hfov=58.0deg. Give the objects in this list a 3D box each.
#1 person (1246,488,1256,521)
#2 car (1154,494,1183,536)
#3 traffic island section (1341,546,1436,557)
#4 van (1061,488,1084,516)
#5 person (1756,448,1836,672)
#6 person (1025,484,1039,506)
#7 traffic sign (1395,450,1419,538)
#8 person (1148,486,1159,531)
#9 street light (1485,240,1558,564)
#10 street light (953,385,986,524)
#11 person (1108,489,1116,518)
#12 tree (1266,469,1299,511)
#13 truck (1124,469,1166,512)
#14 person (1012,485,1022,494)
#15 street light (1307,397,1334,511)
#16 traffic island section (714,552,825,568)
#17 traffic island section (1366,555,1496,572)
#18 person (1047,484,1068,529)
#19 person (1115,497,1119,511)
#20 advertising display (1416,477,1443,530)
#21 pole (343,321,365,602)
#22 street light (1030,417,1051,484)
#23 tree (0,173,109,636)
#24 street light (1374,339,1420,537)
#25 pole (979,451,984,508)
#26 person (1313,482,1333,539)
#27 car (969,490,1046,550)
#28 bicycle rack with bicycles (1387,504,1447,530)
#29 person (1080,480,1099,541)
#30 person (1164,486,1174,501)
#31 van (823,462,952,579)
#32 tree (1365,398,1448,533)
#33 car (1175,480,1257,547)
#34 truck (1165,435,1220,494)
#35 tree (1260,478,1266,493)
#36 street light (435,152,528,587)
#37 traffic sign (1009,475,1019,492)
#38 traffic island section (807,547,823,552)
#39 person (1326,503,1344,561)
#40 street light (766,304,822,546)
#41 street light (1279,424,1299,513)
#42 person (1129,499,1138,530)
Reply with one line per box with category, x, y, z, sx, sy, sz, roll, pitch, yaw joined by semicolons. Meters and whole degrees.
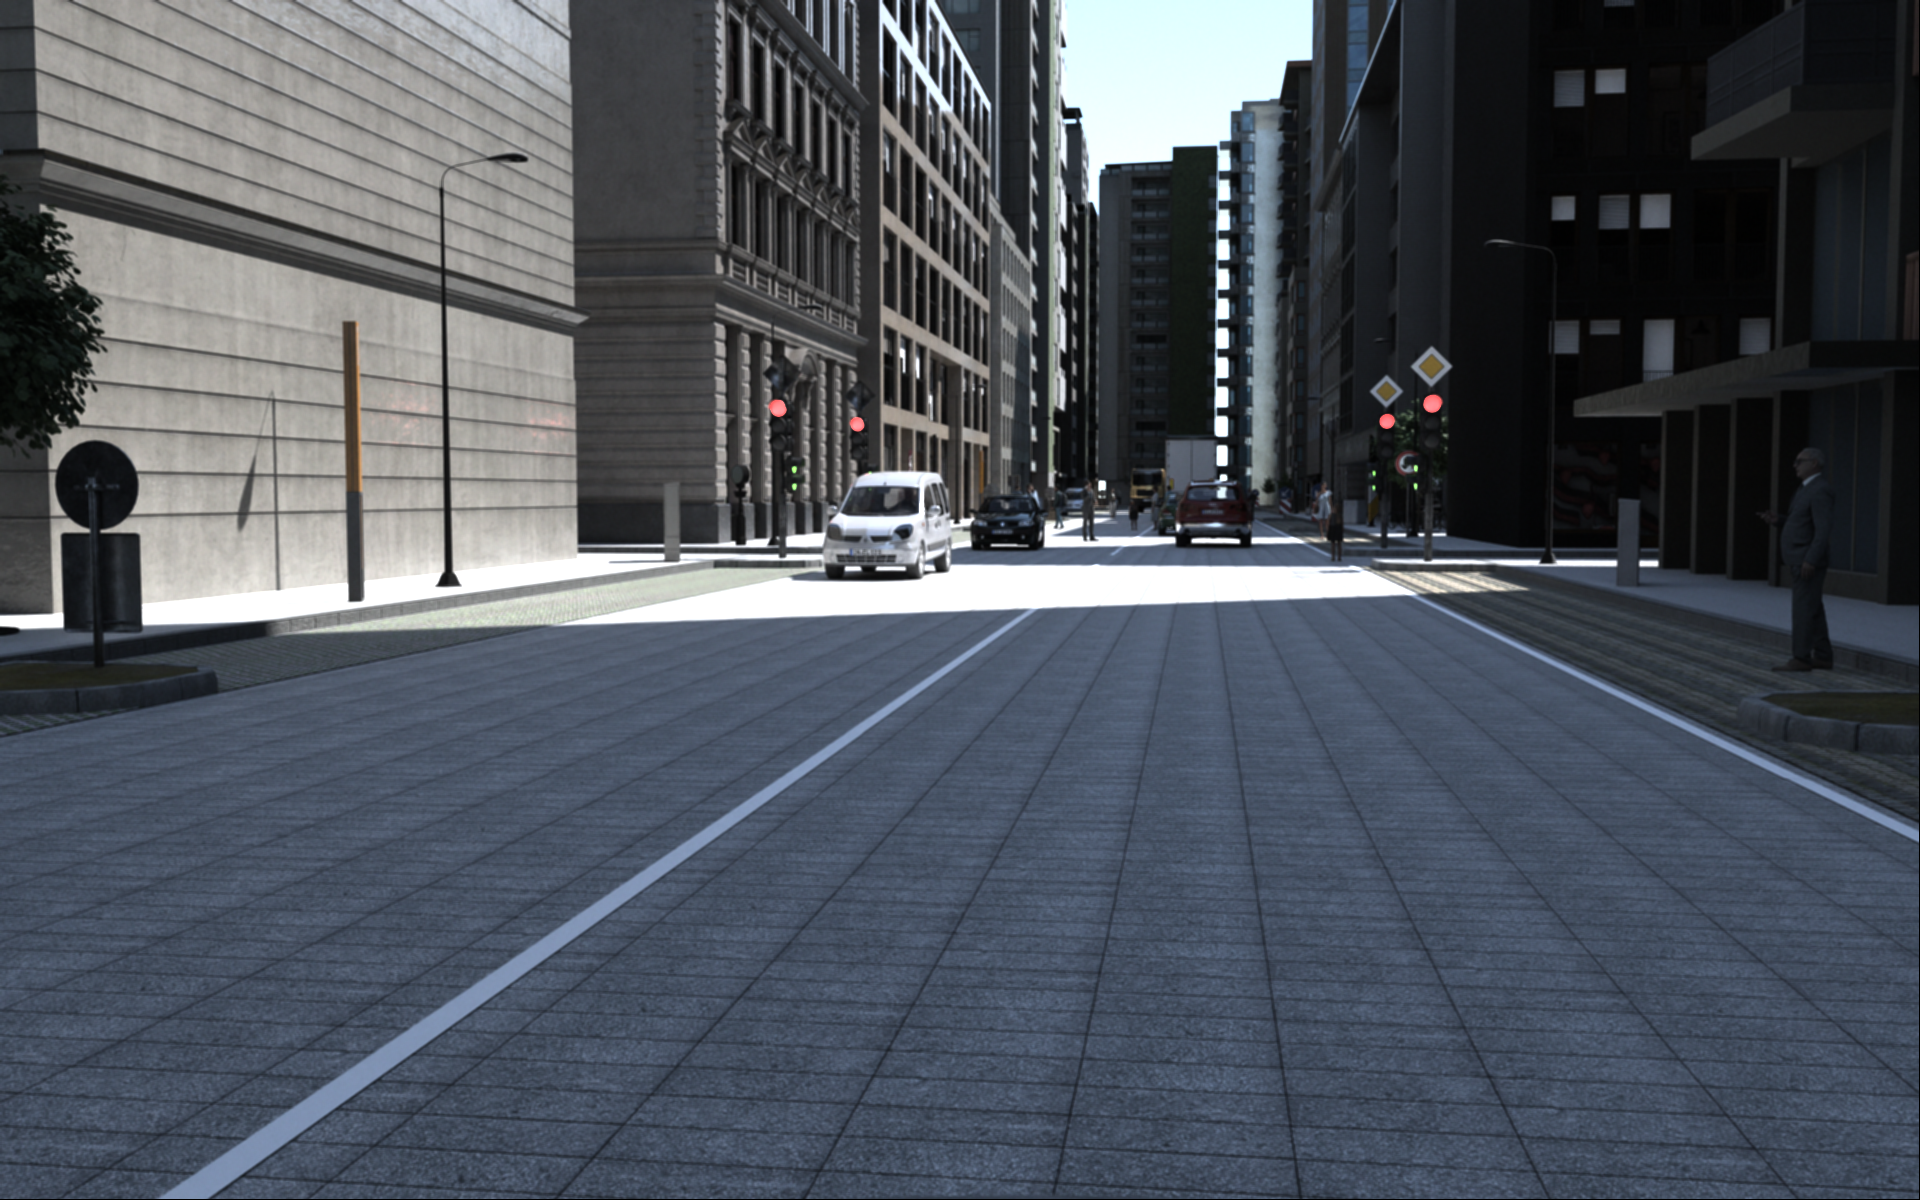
person;15.484;-5.111;92.468;0.661;1.777;0.834;0;4;-7
car;7.927;-3.023;61.216;2.131;1.459;4.920;0;4;6
traffic island section;10.040;-1.140;40.927;2.009;0.180;2.903;0;4;8
van;7.613;-6.569;114.421;2.013;2.044;4.112;0;4;7
person;6.790;-0.328;14.036;0.590;1.801;0.661;1;4;14
person;2.479;-3.106;59.551;0.793;1.790;0.793;1;4;15
traffic sign;13.053;-3.078;50.424;0.768;2.556;0.104;1;4;11
person;7.570;-3.597;67.876;0.524;1.755;0.480;1;4;21
street light;10.299;-3.624;31.796;1.470;5.913;1.316;0;4;8
street light;0.406;-6.192;73.782;1.470;5.913;1.316;0;4;8
person;9.046;-5.723;102.617;0.519;1.759;0.362;-3;5;-42
tree;24.701;-8.379;131.606;1.663;3.219;1.824;0;3;0
truck;14.778;-8.522;135.254;3.469;3.379;9.791;1;4;9
person;2.407;-3.969;73.421;0.581;1.822;0.654;2;4;34
street light;17.336;-6.763;83.122;1.470;5.913;1.316;0;4;8
traffic island section;-3.578;-0.763;34.752;2.009;0.180;2.903;0;4;8
traffic island section;8.943;-0.657;33.018;2.009;0.180;2.903;0;4;8
person;3.933;-3.761;69.980;0.713;1.824;0.794;3;5;39
person;10.467;-6.313;116.393;0.352;1.250;0.332;-1;4;-15
advertising display;16.649;-3.449;61.600;0.974;1.923;0.123;1;4;21
pole;-7.201;-1.635;20.570;0.158;3.312;0.155;0;3;0
street light;4.805;-8.098;104.938;1.470;5.913;1.316;0;4;8
tree;-9.412;-1.956;15.699;4.285;4.588;4.351;0;3;0
street light;13.093;-4.856;51.944;1.470;5.913;1.316;0;4;8
pole;1.009;-5.378;81.778;0.158;3.312;0.155;0;3;0
person;11.436;-2.813;54.582;0.616;1.811;0.778;2;4;23
car;1.288;-2.187;45.542;2.009;1.686;4.222;0;4;6
bicycle rack with bicycles;16.921;-3.058;63.373;2.925;0.926;2.852;-1;4;-18
person;3.971;-2.715;52.698;0.655;1.846;0.447;-3;5;-42
person;9.693;-4.368;79.940;0.660;1.820;0.620;-3;5;-44
van;-1.226;-1.439;30.539;2.013;2.044;4.112;1;4;9
tree;15.287;-4.544;58.000;4.285;4.588;4.351;0;3;0
car;7.088;-2.413;48.128;2.281;1.827;5.304;1;4;10
truck;11.851;-6.073;88.211;2.839;4.237;11.283;1;4;8
tree;30.006;-10.664;168.955;1.663;3.219;1.824;0;3;0
street light;-6.559;-3.134;23.777;1.470;5.913;1.316;0;4;8
traffic sign;2.948;-5.659;94.651;0.606;2.300;0.079;1;4;15
traffic island section;-2.481;-1.247;42.662;2.009;0.180;2.903;0;4;8
person;7.999;-1.453;36.928;0.362;1.253;0.373;0;4;5
street light;-4.069;-4.287;42.637;1.470;5.913;1.316;0;4;8
street light;21.741;-8.681;114.470;1.470;5.913;1.316;0;4;8
person;6.844;-3.369;68.249;0.362;1.253;0.373;1;4;10
